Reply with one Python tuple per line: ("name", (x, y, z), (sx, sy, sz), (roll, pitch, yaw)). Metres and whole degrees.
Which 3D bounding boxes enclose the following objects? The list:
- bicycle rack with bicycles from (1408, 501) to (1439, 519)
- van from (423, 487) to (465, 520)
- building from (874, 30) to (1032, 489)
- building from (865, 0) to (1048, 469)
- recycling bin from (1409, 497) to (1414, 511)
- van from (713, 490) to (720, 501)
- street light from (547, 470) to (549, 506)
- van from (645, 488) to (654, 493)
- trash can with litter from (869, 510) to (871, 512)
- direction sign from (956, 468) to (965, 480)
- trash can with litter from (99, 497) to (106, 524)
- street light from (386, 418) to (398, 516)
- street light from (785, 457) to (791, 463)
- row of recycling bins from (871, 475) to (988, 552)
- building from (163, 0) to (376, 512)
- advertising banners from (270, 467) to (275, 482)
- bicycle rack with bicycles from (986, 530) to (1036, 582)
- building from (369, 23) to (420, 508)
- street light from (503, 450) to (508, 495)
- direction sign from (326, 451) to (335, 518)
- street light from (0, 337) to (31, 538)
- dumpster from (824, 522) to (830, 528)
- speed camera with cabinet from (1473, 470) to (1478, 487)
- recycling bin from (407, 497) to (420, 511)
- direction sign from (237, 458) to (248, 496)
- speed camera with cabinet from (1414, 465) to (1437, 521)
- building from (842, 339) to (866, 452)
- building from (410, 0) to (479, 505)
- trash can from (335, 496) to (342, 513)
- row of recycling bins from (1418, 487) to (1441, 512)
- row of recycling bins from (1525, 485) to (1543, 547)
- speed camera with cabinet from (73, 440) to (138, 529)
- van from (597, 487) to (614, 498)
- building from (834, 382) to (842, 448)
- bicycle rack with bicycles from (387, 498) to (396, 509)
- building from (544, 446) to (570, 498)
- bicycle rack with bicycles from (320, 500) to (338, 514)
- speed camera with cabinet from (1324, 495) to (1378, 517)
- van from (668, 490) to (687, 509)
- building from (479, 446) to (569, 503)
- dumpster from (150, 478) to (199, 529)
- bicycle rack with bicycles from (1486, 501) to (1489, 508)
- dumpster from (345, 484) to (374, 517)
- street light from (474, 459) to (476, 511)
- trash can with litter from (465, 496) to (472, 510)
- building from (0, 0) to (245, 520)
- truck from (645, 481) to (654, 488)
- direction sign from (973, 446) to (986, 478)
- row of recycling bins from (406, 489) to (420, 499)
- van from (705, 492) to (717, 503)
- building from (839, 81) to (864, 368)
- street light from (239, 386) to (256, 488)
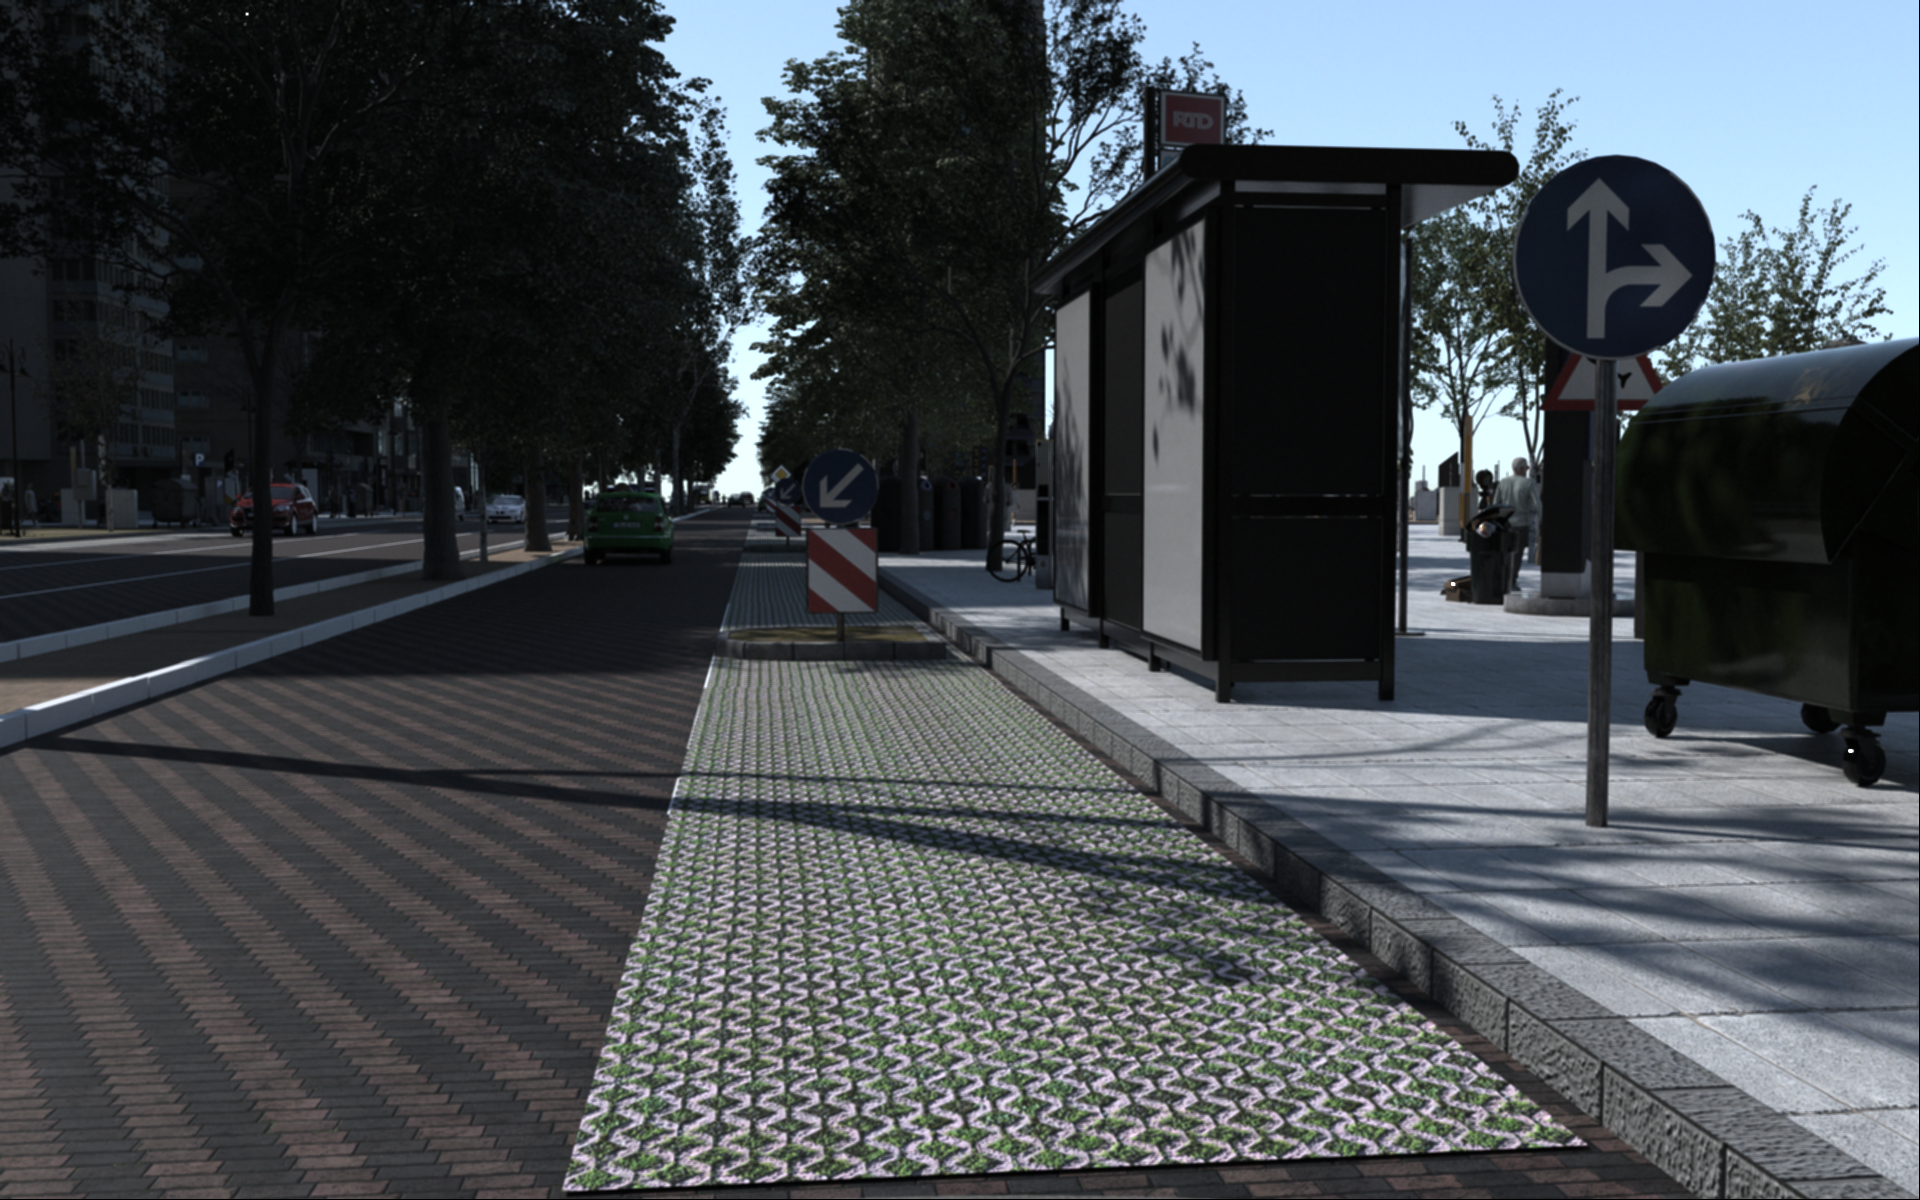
("bicycle rack with bicycles", (24.019, -4.547, 87.728), (2.925, 0.926, 2.852), (0, 4, 0))
("van", (-27.784, -5.278, 93.300), (2.013, 2.044, 4.112), (0, 4, -7))
("building", (-1.031, -31.765, 169.463), (14.600, 45.320, 14.200), (0, 4, -7))
("building", (-0.558, -40.549, 204.974), (21.231, 58.520, 28.212), (0, 4, -7))
("recycling bin", (35.399, -7.486, 134.956), (0.722, 1.027, 0.722), (1, 4, 12))
("van", (-41.677, -17.641, 292.806), (2.240, 2.365, 5.245), (0, 4, -7))
("street light", (-42.650, -12.617, 179.079), (0.468, 5.910, 1.993), (0, 4, -7))
("van", (-33.308, -11.015, 184.472), (2.240, 2.365, 5.245), (-1, 4, -8))
("trash can with litter", (-6.787, -7.027, 126.284), (0.624, 1.170, 1.055), (-3, 4, -37))
("direction sign", (0.046, -9.779, 151.876), (0.876, 3.537, 0.379), (-1, 4, -9))
("trash can with litter", (-36.419, -3.820, 73.844), (0.624, 1.170, 1.055), (-2, 4, -33))
("street light", (-33.851, -7.997, 103.532), (0.468, 5.910, 1.993), (0, 4, -7))
("street light", (-16.464, -11.925, 167.761), (0.468, 5.910, 1.993), (0, 4, -7))
("row of recycling bins", (-0.712, -1.976, 39.422), (1.069, 1.692, 3.534), (3, 5, 41))
("building", (-55.311, -30.564, 123.423), (21.300, 48.544, 21.600), (0, 4, -7))
("advertising banners", (-44.730, -7.038, 111.252), (2.074, 3.025, 0.090), (2, 4, 26))
("bicycle rack with bicycles", (1.992, -0.774, 26.044), (2.925, 0.926, 2.852), (1, 4, 9))
("building", (-61.347, -33.083, 160.513), (23.786, 49.044, 30.456), (0, 4, -7))
("street light", (-39.356, -10.831, 149.871), (0.468, 5.910, 1.993), (0, 4, -7))
("direction sign", (-33.248, -6.090, 91.569), (0.379, 3.537, 0.876), (0, 4, 5))
("street light", (-27.873, -4.787, 51.047), (0.468, 5.910, 1.993), (0, 4, -7))
("dumpster", (-4.548, -3.679, 65.915), (1.264, 1.857, 1.865), (0, 4, -7))
("speed camera with cabinet", (41.095, -8.977, 141.109), (2.038, 3.252, 0.660), (1, 4, 17))
("recycling bin", (-40.327, -7.054, 127.889), (0.722, 1.027, 0.722), (1, 4, 13))
("direction sign", (-45.361, -7.190, 109.557), (0.876, 3.537, 0.379), (1, 4, 20))
("speed camera with cabinet", (21.727, -5.410, 82.792), (2.038, 3.252, 0.660), (0, 4, 7))
("building", (-10.344, -29.447, 253.152), (14.160, 30.474, 14.107), (0, 4, -7))
("building", (-65.161, -53.647, 189.804), (22.319, 86.520, 31.000), (0, 4, -7))
("trash can", (-41.415, -6.327, 115.102), (0.748, 1.137, 0.748), (0, 3, 0))
("row of recycling bins", (30.063, -6.111, 107.035), (3.534, 1.692, 1.069), (1, 4, 19))
("row of recycling bins", (14.863, -2.124, 41.842), (3.534, 1.692, 1.069), (1, 4, 12))
("speed camera with cabinet", (-31.198, -4.214, 63.229), (2.038, 3.252, 0.660), (-1, 4, -14))
("van", (-28.934, -8.551, 144.195), (2.240, 2.365, 5.245), (0, 4, -6))
("building", (-5.756, -26.360, 276.025), (27.650, 21.520, 28.899), (0, 4, -7))
("bicycle rack with bicycles", (-48.335, -8.101, 145.839), (2.925, 0.926, 2.852), (-2, 4, -26))
("building", (-72.209, -39.332, 293.196), (14.600, 45.320, 14.200), (0, 4, -7))
("bicycle rack with bicycles", (-42.392, -6.102, 113.154), (2.925, 0.926, 2.852), (0, 4, 6))
("speed camera with cabinet", (13.412, -3.984, 59.471), (2.038, 3.252, 0.660), (-2, 4, -34))
("van", (-27.074, -9.776, 166.850), (2.013, 2.044, 4.112), (0, 4, -7))
("building", (-79.193, -35.562, 273.324), (32.217, 40.220, 23.993), (0, 4, -7))
("dumpster", (-29.438, -3.616, 64.884), (1.264, 1.857, 1.865), (0, 4, -7))
("bicycle rack with bicycles", (30.590, -5.129, 97.245), (2.852, 0.926, 2.925), (1, 4, 20))
("dumpster", (-33.797, -5.608, 97.453), (1.264, 1.857, 1.865), (0, 4, -6))
("street light", (-37.320, -9.808, 133.144), (0.468, 5.910, 1.993), (0, 4, -7))
("trash can with litter", (-39.211, -7.639, 135.952), (1.678, 1.210, 2.233), (3, 4, 38))
("building", (-56.053, -24.362, 90.196), (32.217, 40.220, 23.993), (0, 4, -7))
("truck", (-46.599, -16.168, 260.265), (3.469, 3.379, 9.791), (0, 4, -7))
("direction sign", (0.919, -5.529, 82.391), (0.379, 3.537, 0.876), (3, 5, 45))
("row of recycling bins", (-44.928, -8.334, 143.370), (1.069, 1.692, 3.534), (-3, 5, -42))
("van", (-39.049, -16.149, 271.039), (2.013, 2.044, 4.112), (0, 4, -7))
("building", (-12.303, -52.701, 299.912), (20.563, 71.187, 20.611), (0, 4, -7))
("street light", (-30.455, -6.211, 74.335), (0.468, 5.910, 1.993), (0, 4, -7))
